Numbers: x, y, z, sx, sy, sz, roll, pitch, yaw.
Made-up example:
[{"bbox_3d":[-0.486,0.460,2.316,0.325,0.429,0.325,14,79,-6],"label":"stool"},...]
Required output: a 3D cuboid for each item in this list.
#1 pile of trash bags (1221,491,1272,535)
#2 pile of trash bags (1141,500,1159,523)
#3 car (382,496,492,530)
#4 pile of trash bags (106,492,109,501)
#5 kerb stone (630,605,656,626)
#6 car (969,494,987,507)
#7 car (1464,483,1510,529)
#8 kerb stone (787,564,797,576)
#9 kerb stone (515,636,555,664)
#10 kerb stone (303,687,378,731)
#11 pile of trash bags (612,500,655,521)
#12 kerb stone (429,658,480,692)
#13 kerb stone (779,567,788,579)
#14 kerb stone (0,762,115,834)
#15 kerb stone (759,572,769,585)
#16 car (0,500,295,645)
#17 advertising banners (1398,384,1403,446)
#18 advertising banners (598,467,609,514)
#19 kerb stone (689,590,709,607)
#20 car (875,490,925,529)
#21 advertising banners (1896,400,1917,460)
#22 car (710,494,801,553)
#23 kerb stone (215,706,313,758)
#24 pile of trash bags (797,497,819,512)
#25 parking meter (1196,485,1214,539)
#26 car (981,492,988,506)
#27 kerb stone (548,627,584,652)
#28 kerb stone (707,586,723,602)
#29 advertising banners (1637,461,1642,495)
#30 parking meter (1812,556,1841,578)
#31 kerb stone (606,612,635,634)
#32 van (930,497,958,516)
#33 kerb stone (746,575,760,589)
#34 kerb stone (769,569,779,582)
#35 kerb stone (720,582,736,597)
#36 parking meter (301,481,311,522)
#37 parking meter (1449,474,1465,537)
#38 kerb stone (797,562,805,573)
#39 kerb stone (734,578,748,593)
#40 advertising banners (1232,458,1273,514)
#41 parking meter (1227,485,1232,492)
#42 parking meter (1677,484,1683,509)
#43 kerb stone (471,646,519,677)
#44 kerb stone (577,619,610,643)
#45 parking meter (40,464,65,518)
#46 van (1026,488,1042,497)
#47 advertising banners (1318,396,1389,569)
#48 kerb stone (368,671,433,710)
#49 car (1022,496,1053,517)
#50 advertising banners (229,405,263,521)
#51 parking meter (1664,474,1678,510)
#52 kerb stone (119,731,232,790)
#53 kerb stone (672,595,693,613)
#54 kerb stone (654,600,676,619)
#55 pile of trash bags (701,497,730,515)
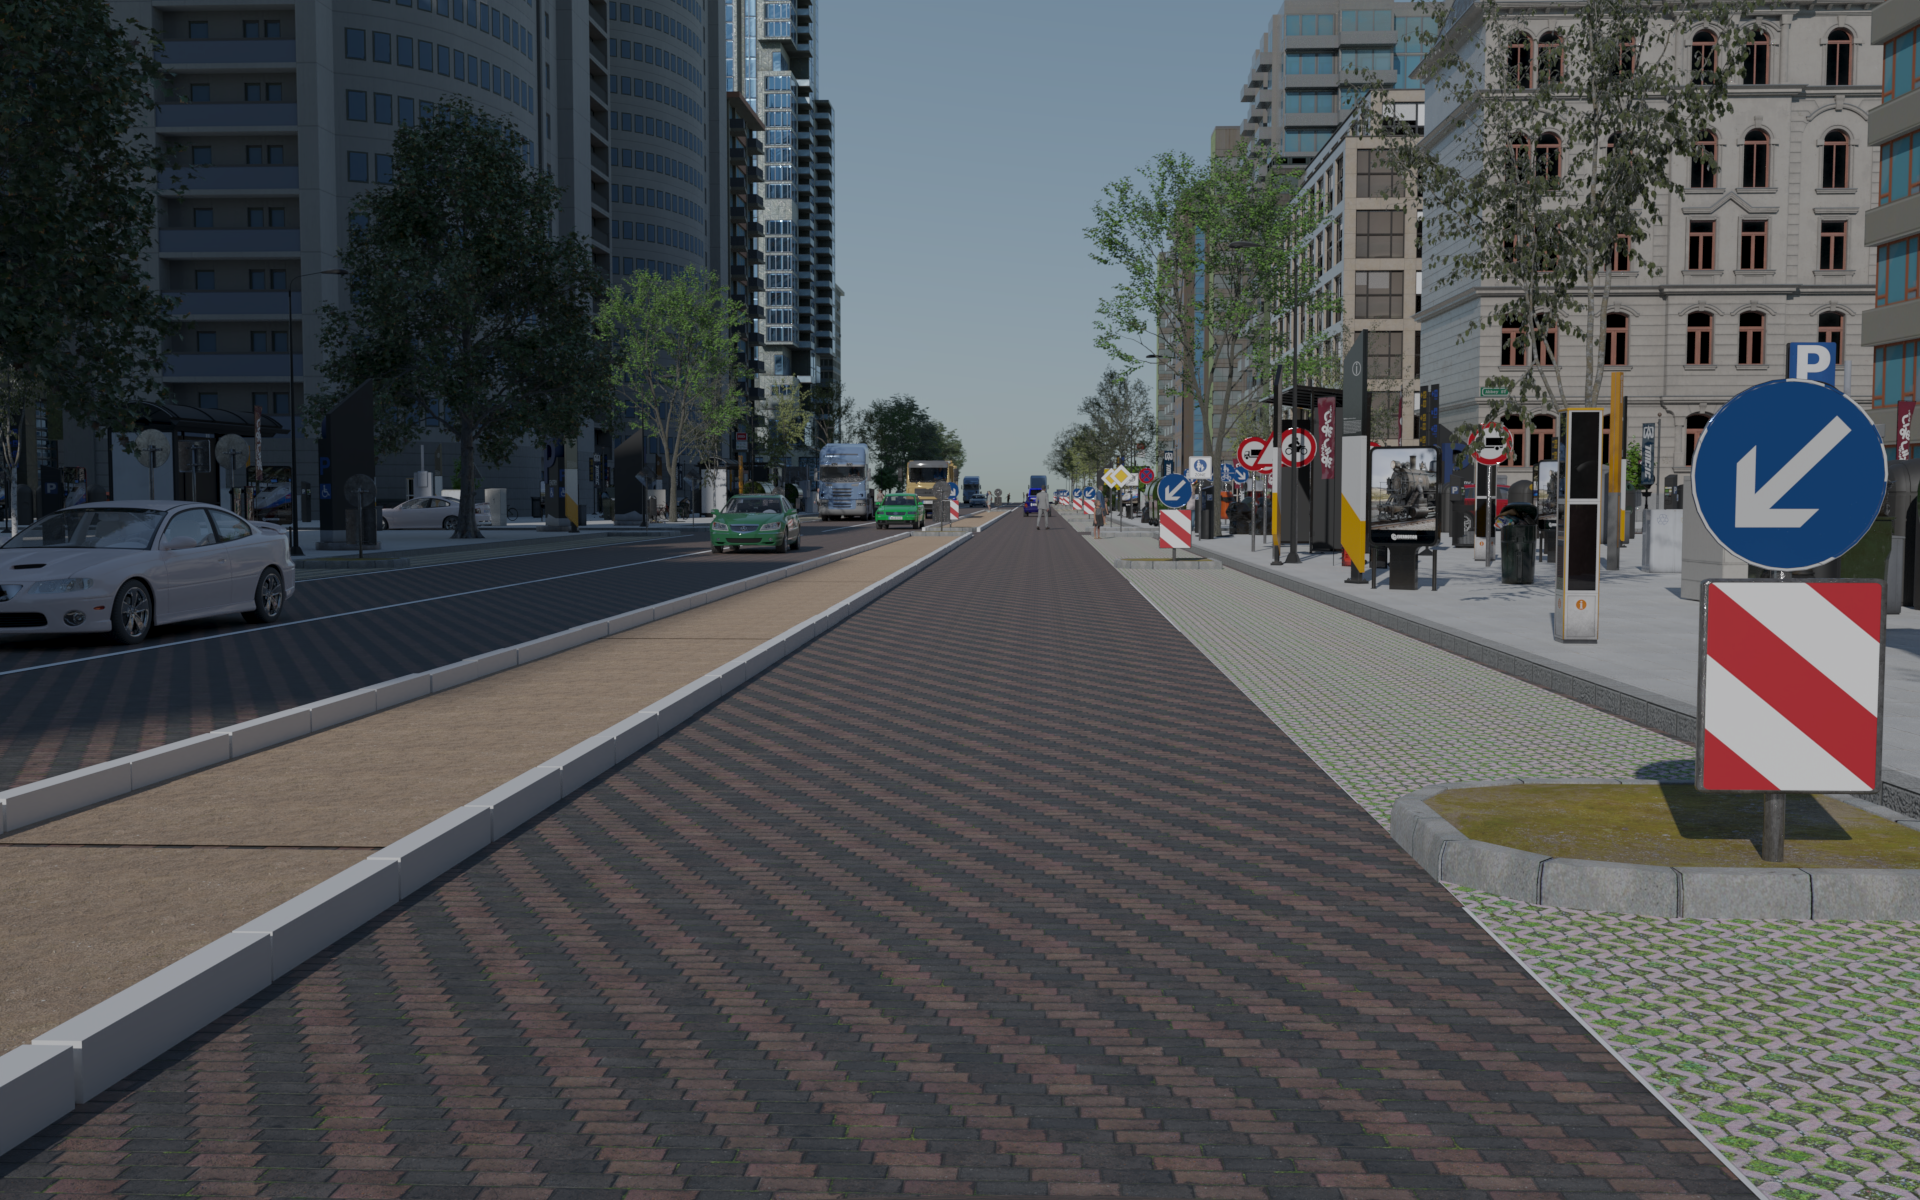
[{"bbox_3d":[9.311,-2.801,55.552,1.912,1.369,3.447,-2,4,-27],"label":"pile of trash bags"},{"bbox_3d":[9.616,-4.076,76.403,3.447,1.369,1.912,1,4,15],"label":"pile of trash bags"},{"bbox_3d":[-20.020,-3.214,64.904,4.827,1.381,2.083,0,4,4],"label":"car"},{"bbox_3d":[-69.382,-8.144,142.912,1.912,1.369,3.447,3,5,41],"label":"pile of trash bags"},{"bbox_3d":[-3.542,0.193,19.036,0.120,0.150,1.000,0,4,3],"label":"kerb stone"},{"bbox_3d":[1.973,-10.808,188.705,2.014,1.417,4.499,0,4,3],"label":"car"},{"bbox_3d":[19.251,-3.251,61.832,5.304,1.827,2.281,0,4,3],"label":"car"},{"bbox_3d":[-3.020,-0.496,30.304,0.120,0.150,1.000,0,4,3],"label":"kerb stone"},{"bbox_3d":[-3.719,0.449,14.948,0.120,0.150,1.000,0,4,3],"label":"kerb stone"},{"bbox_3d":[-3.914,0.694,10.859,0.120,0.150,1.000,0,4,3],"label":"kerb stone"},{"bbox_3d":[-15.528,-4.393,81.585,1.912,1.369,3.447,0,4,4],"label":"pile of trash bags"},{"bbox_3d":[-3.815,0.577,12.906,0.120,0.150,1.000,0,4,3],"label":"kerb stone"},{"bbox_3d":[-3.079,-0.430,29.271,0.120,0.150,1.000,0,4,3],"label":"kerb stone"},{"bbox_3d":[-4.052,0.881,7.793,0.120,0.150,1.000,0,4,3],"label":"kerb stone"},{"bbox_3d":[-3.173,-0.305,27.220,0.120,0.150,1.000,0,4,3],"label":"kerb stone"},{"bbox_3d":[-8.658,-0.344,17.989,2.083,1.381,4.827,0,4,4],"label":"car"},{"bbox_3d":[6.925,-1.890,27.083,0.090,3.025,2.074,1,4,12],"label":"advertising banners"},{"bbox_3d":[-23.286,-7.158,113.217,0.090,3.025,2.074,-2,4,-29],"label":"advertising banners"},{"bbox_3d":[-3.396,0.006,22.101,0.120,0.150,1.000,0,4,3],"label":"kerb stone"},{"bbox_3d":[-2.443,-3.839,71.557,1.959,1.807,4.718,0,4,3],"label":"car"},{"bbox_3d":[17.022,-2.199,32.138,2.074,3.025,0.090,-2,4,-26],"label":"advertising banners"},{"bbox_3d":[-5.069,-1.927,43.300,2.131,1.459,4.920,0,4,1],"label":"car"},{"bbox_3d":[-3.960,0.756,9.838,0.120,0.150,1.000,0,4,3],"label":"kerb stone"},{"bbox_3d":[-11.142,-6.994,124.107,1.912,1.369,3.447,1,4,18],"label":"pile of trash bags"},{"bbox_3d":[7.018,-2.490,49.120,0.372,1.533,0.369,0,3,0],"label":"parking meter"},{"bbox_3d":[2.486,-11.762,202.532,2.015,1.641,3.980,0,4,2],"label":"car"},{"bbox_3d":[-3.681,0.386,15.970,0.120,0.150,1.000,0,4,3],"label":"kerb stone"},{"bbox_3d":[-3.346,-0.057,23.122,0.120,0.150,1.000,0,4,3],"label":"kerb stone"},{"bbox_3d":[30.180,-5.009,78.091,2.074,3.025,0.090,-2,4,-26],"label":"advertising banners"},{"bbox_3d":[7.580,-0.422,15.305,0.372,1.533,0.369,0,3,0],"label":"parking meter"},{"bbox_3d":[-3.584,0.256,18.013,0.120,0.150,1.000,0,4,3],"label":"kerb stone"},{"bbox_3d":[-1.101,-6.596,114.850,2.013,2.044,4.112,0,4,2],"label":"van"},{"bbox_3d":[-3.210,-0.244,26.198,0.120,0.150,1.000,0,4,3],"label":"kerb stone"},{"bbox_3d":[-3.121,-0.370,28.250,0.120,0.150,1.000,0,4,3],"label":"kerb stone"},{"bbox_3d":[-3.307,-0.119,24.146,0.120,0.150,1.000,0,4,3],"label":"kerb stone"},{"bbox_3d":[-29.692,-4.462,78.667,0.399,1.863,0.255,2,4,30],"label":"parking meter"},{"bbox_3d":[14.744,-2.793,51.375,0.399,1.863,0.255,3,5,43],"label":"parking meter"},{"bbox_3d":[-2.981,-0.558,31.325,0.120,0.150,1.000,0,4,3],"label":"kerb stone"},{"bbox_3d":[-3.262,-0.182,25.170,0.120,0.150,1.000,0,4,3],"label":"kerb stone"},{"bbox_3d":[14.288,-5.399,84.460,2.074,3.025,0.090,2,4,24],"label":"advertising banners"},{"bbox_3d":[16.266,-6.065,104.873,0.255,1.863,0.399,-3,5,-43],"label":"parking meter"},{"bbox_3d":[18.328,-2.166,43.822,0.372,1.533,0.369,0,3,0],"label":"parking meter"},{"bbox_3d":[-3.774,0.508,13.927,0.120,0.150,1.000,0,4,3],"label":"kerb stone"},{"bbox_3d":[-3.641,0.318,16.991,0.120,0.150,1.000,0,4,3],"label":"kerb stone"},{"bbox_3d":[-17.968,-1.750,34.326,0.399,1.863,0.255,-1,4,-23],"label":"parking meter"},{"bbox_3d":[8.286,-11.176,187.109,2.240,2.365,5.245,0,4,2],"label":"van"},{"bbox_3d":[6.905,-2.094,30.433,0.090,3.025,2.074,-2,4,-25],"label":"advertising banners"},{"bbox_3d":[-3.870,0.631,11.883,0.120,0.150,1.000,0,4,3],"label":"kerb stone"},{"bbox_3d":[4.928,-5.970,110.185,1.945,1.354,3.894,0,4,4],"label":"car"},{"bbox_3d":[-13.769,-2.282,33.493,0.090,3.025,2.074,0,4,-5],"label":"advertising banners"},{"bbox_3d":[20.890,-2.766,50.934,0.399,1.863,0.255,-3,5,-45],"label":"parking meter"},{"bbox_3d":[-4.012,0.822,8.815,0.120,0.150,1.000,0,4,3],"label":"kerb stone"},{"bbox_3d":[-3.443,0.068,21.080,0.120,0.150,1.000,0,4,3],"label":"kerb stone"},{"bbox_3d":[-3.488,0.131,20.059,0.120,0.150,1.000,0,4,3],"label":"kerb stone"},{"bbox_3d":[-14.745,-5.789,104.397,1.912,1.369,3.447,-1,4,-21],"label":"pile of trash bags"}]
